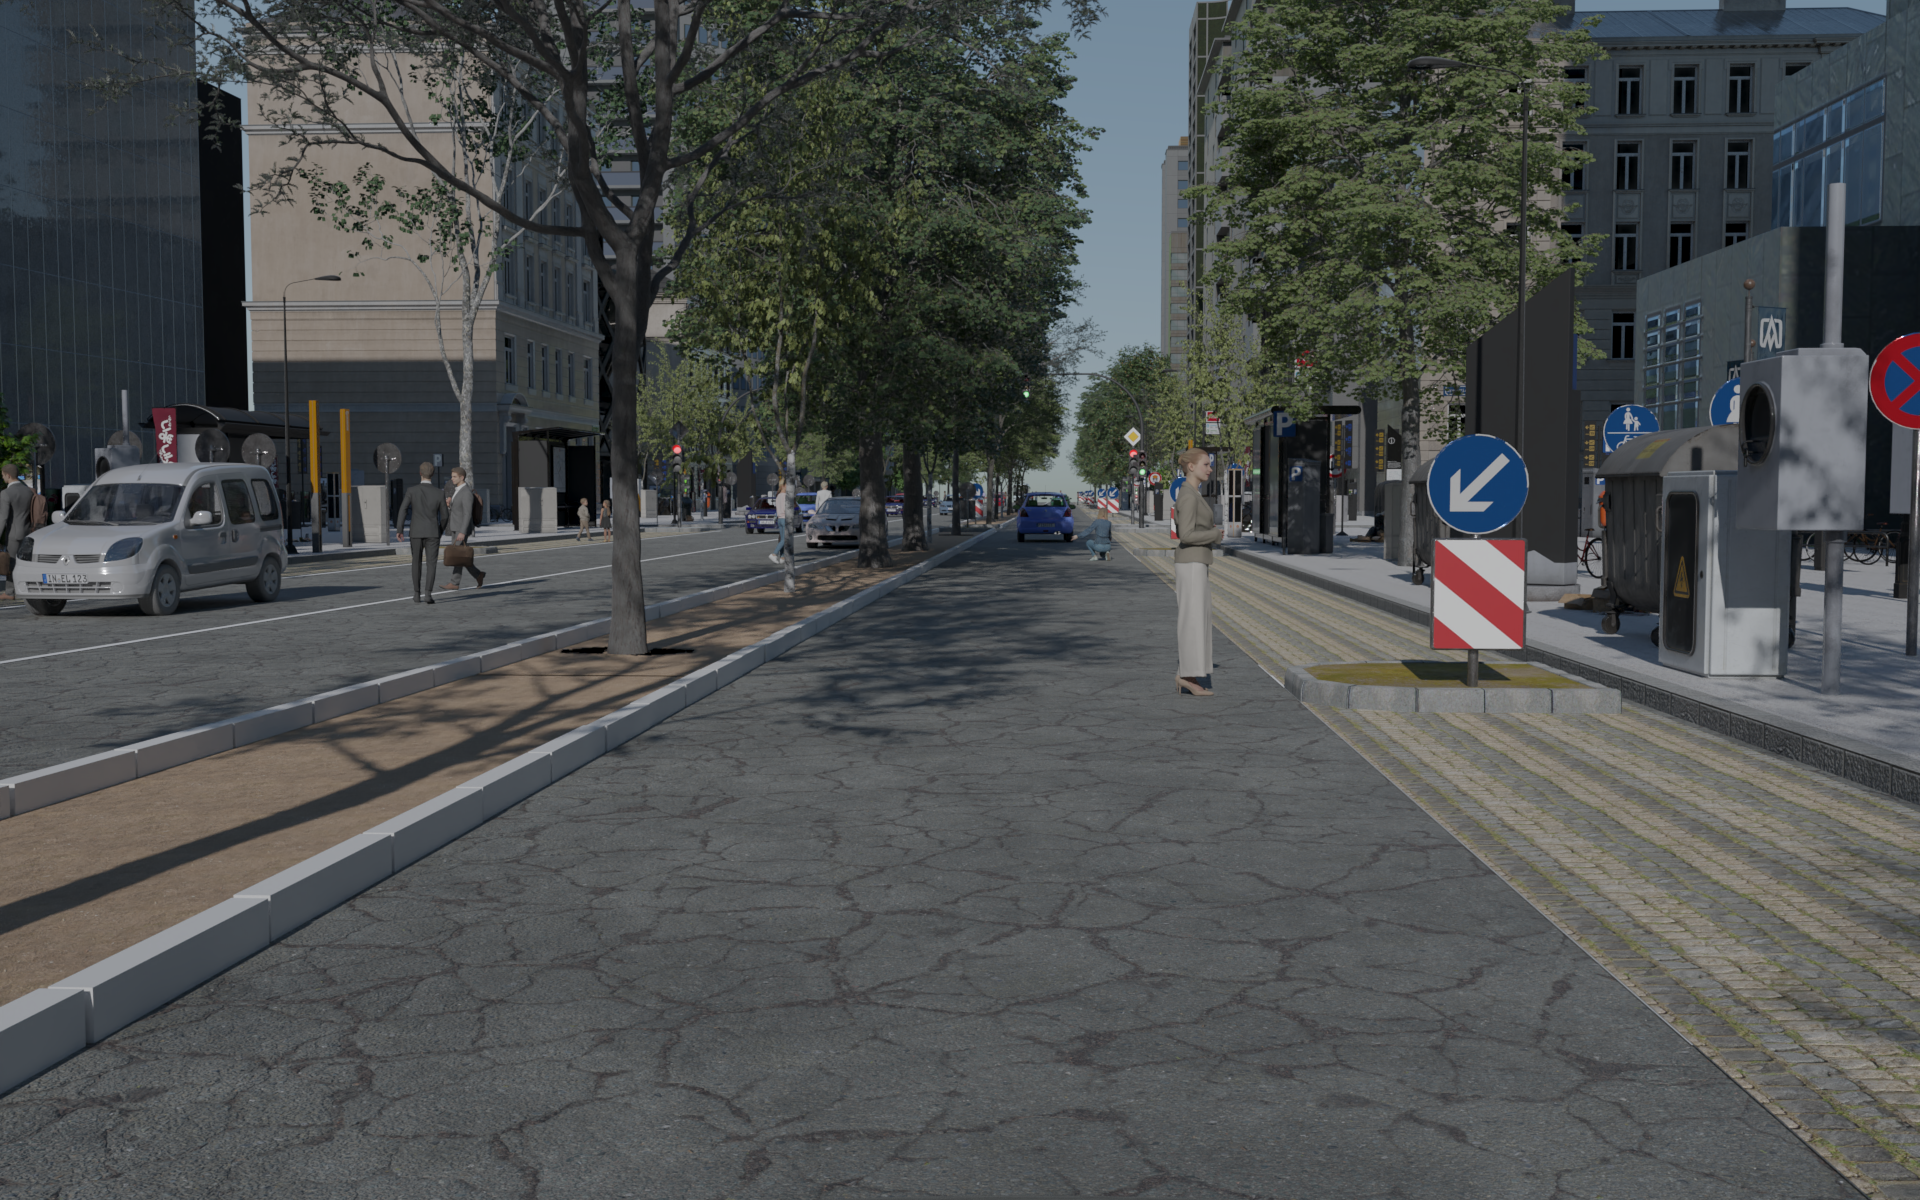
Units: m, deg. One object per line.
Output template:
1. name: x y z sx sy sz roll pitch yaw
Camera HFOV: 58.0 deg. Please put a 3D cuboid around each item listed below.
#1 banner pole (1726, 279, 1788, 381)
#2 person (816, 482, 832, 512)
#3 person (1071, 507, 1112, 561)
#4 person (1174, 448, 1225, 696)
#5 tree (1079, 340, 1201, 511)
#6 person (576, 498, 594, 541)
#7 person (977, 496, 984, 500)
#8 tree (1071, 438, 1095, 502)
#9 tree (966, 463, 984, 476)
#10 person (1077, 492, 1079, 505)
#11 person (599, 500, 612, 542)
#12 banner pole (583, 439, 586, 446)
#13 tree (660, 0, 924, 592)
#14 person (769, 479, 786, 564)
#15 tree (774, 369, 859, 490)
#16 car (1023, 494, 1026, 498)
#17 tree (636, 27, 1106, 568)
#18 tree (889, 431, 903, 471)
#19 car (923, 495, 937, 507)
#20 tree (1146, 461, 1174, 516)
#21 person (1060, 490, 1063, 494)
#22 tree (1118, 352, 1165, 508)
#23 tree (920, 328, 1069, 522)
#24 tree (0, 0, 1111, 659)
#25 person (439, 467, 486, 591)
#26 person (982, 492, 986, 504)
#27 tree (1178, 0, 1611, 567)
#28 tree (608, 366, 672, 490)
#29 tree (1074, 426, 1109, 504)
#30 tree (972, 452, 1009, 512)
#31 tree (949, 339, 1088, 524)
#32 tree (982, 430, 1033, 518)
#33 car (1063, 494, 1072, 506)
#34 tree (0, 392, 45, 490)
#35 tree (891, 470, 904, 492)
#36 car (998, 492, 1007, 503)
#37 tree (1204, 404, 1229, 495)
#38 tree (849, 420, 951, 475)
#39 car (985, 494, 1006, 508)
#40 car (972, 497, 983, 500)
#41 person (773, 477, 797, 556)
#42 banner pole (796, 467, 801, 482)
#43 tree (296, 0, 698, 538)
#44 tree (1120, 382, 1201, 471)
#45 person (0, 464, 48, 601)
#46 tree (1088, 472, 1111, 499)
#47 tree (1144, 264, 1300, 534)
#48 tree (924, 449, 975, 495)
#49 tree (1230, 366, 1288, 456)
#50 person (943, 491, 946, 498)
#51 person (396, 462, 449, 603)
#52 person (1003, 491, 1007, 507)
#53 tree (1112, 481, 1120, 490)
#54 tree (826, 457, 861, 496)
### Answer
1. banner pole: 9.395 -1.856 20.367 0.863 3.779 0.401 -2 4 -25
2. person: -4.396 -2.946 56.542 0.514 1.842 0.818 -2 4 -27
3. person: 2.904 -1.419 37.203 1.012 1.151 0.738 -1 4 -14
4. person: 1.697 -0.199 12.304 0.362 1.759 0.519 0 4 7
5. tree: 13.625 -12.960 128.900 9.611 12.733 9.660 0 3 0
6. person: -11.383 -2.424 52.399 0.475 1.303 0.640 2 4 32
7. person: 1.669 -9.497 163.804 1.348 1.821 0.705 0 4 3
8. tree: 21.447 -21.332 274.534 9.928 11.665 9.643 0 3 0
9. tree: 0.807 -22.865 299.594 9.928 11.665 9.643 0 3 0
10. person: 14.499 -12.382 211.655 0.721 1.736 1.217 0 4 8
11. person: -10.537 -2.340 51.427 0.362 1.253 0.373 -3 5 -44
12. banner pole: -17.257 -5.426 78.735 0.863 3.779 0.401 -3 5 -44
13. tree: -2.499 -4.422 25.117 4.737 8.622 4.395 0 3 0
14. person: -3.676 -1.617 35.610 0.598 1.740 0.731 -3 5 -41
15. tree: -10.241 -12.930 129.528 7.486 12.596 7.792 0 3 0
16. car: 10.966 -16.567 282.875 2.014 1.417 4.499 0 4 1
17. tree: -1.657 -7.588 33.173 9.857 13.997 8.962 0 3 0
18. tree: -4.557 -18.439 219.600 7.486 12.596 7.792 0 3 0
19. car: -3.391 -10.591 185.736 1.945 1.354 3.894 0 4 3
20. tree: 11.701 -6.484 100.607 1.663 3.219 1.824 0 3 0
21. person: 10.873 -10.995 188.142 0.709 1.838 0.599 3 5 40
22. tree: 14.595 -15.179 154.827 9.857 13.997 8.962 0 3 0
23. tree: 1.613 -10.189 87.179 7.486 12.596 7.792 0 3 0
24. tree: -3.001 -6.265 15.264 12.009 13.543 11.850 0 3 0
25. person: -7.375 -1.057 25.742 0.822 1.834 0.622 -3 5 -41
26. person: 3.502 -15.023 253.998 0.709 1.838 0.599 0 4 2
27. tree: 7.582 -6.869 30.439 7.486 12.596 7.792 0 3 0
28. tree: -18.384 -9.136 99.731 4.360 8.622 3.978 0 3 0
29. tree: 19.499 -19.824 242.254 7.486 12.596 7.792 0 3 0
30. tree: -0.923 -5.983 50.643 4.737 8.622 4.395 0 3 0
31. tree: 1.286 -8.731 79.617 8.767 10.594 7.601 0 4 3
32. tree: 2.504 -9.175 102.838 4.360 8.622 3.978 0 3 0
33. car: 9.631 -9.429 165.968 2.131 1.459 4.920 0 4 5
34. tree: -15.778 -2.064 28.345 1.663 3.219 1.824 0 3 0
35. tree: -5.918 -12.640 190.377 4.285 4.588 4.351 0 3 0
36. car: 6.571 -16.827 283.799 2.281 1.827 5.304 0 4 3
37. tree: 20.647 -11.409 136.894 4.360 8.622 3.978 0 3 0
38. tree: -7.274 -14.473 162.390 9.928 11.665 9.643 0 3 0
39. car: 3.608 -10.271 176.974 2.155 1.783 4.494 0 4 1
40. car: 2.034 -12.822 221.636 2.014 1.417 4.499 0 4 2
41. person: -4.040 -1.934 40.094 0.573 1.828 0.580 -1 4 -14
42. banner pole: -12.735 -8.858 134.852 0.863 3.779 0.401 -1 4 -23
43. tree: -13.812 -11.988 51.898 12.611 20.169 13.585 0 3 0
44. tree: 12.659 -9.900 112.226 4.360 8.622 3.978 0 3 0
45. person: -12.541 -0.896 23.114 0.822 1.834 0.622 0 4 7
46. tree: 17.740 -16.609 205.966 7.601 10.594 8.767 2 4 24
47. tree: 8.681 -6.421 55.350 4.737 8.622 4.395 0 3 0
48. tree: -1.752 -21.420 267.226 9.611 12.733 9.660 0 3 0
49. tree: 18.235 -9.150 99.971 4.360 8.622 3.978 0 3 0
50. person: -1.852 -12.213 208.187 0.705 1.824 1.348 0 4 4
51. person: -7.048 -0.886 22.759 0.659 1.850 0.755 -1 4 -16
52. person: 5.143 -11.584 198.621 0.721 1.735 1.217 -1 4 -17
53. tree: 15.471 -10.406 164.741 1.663 3.219 1.824 0 3 0
54. tree: -9.256 -9.621 141.012 4.285 4.588 4.351 0 3 0
